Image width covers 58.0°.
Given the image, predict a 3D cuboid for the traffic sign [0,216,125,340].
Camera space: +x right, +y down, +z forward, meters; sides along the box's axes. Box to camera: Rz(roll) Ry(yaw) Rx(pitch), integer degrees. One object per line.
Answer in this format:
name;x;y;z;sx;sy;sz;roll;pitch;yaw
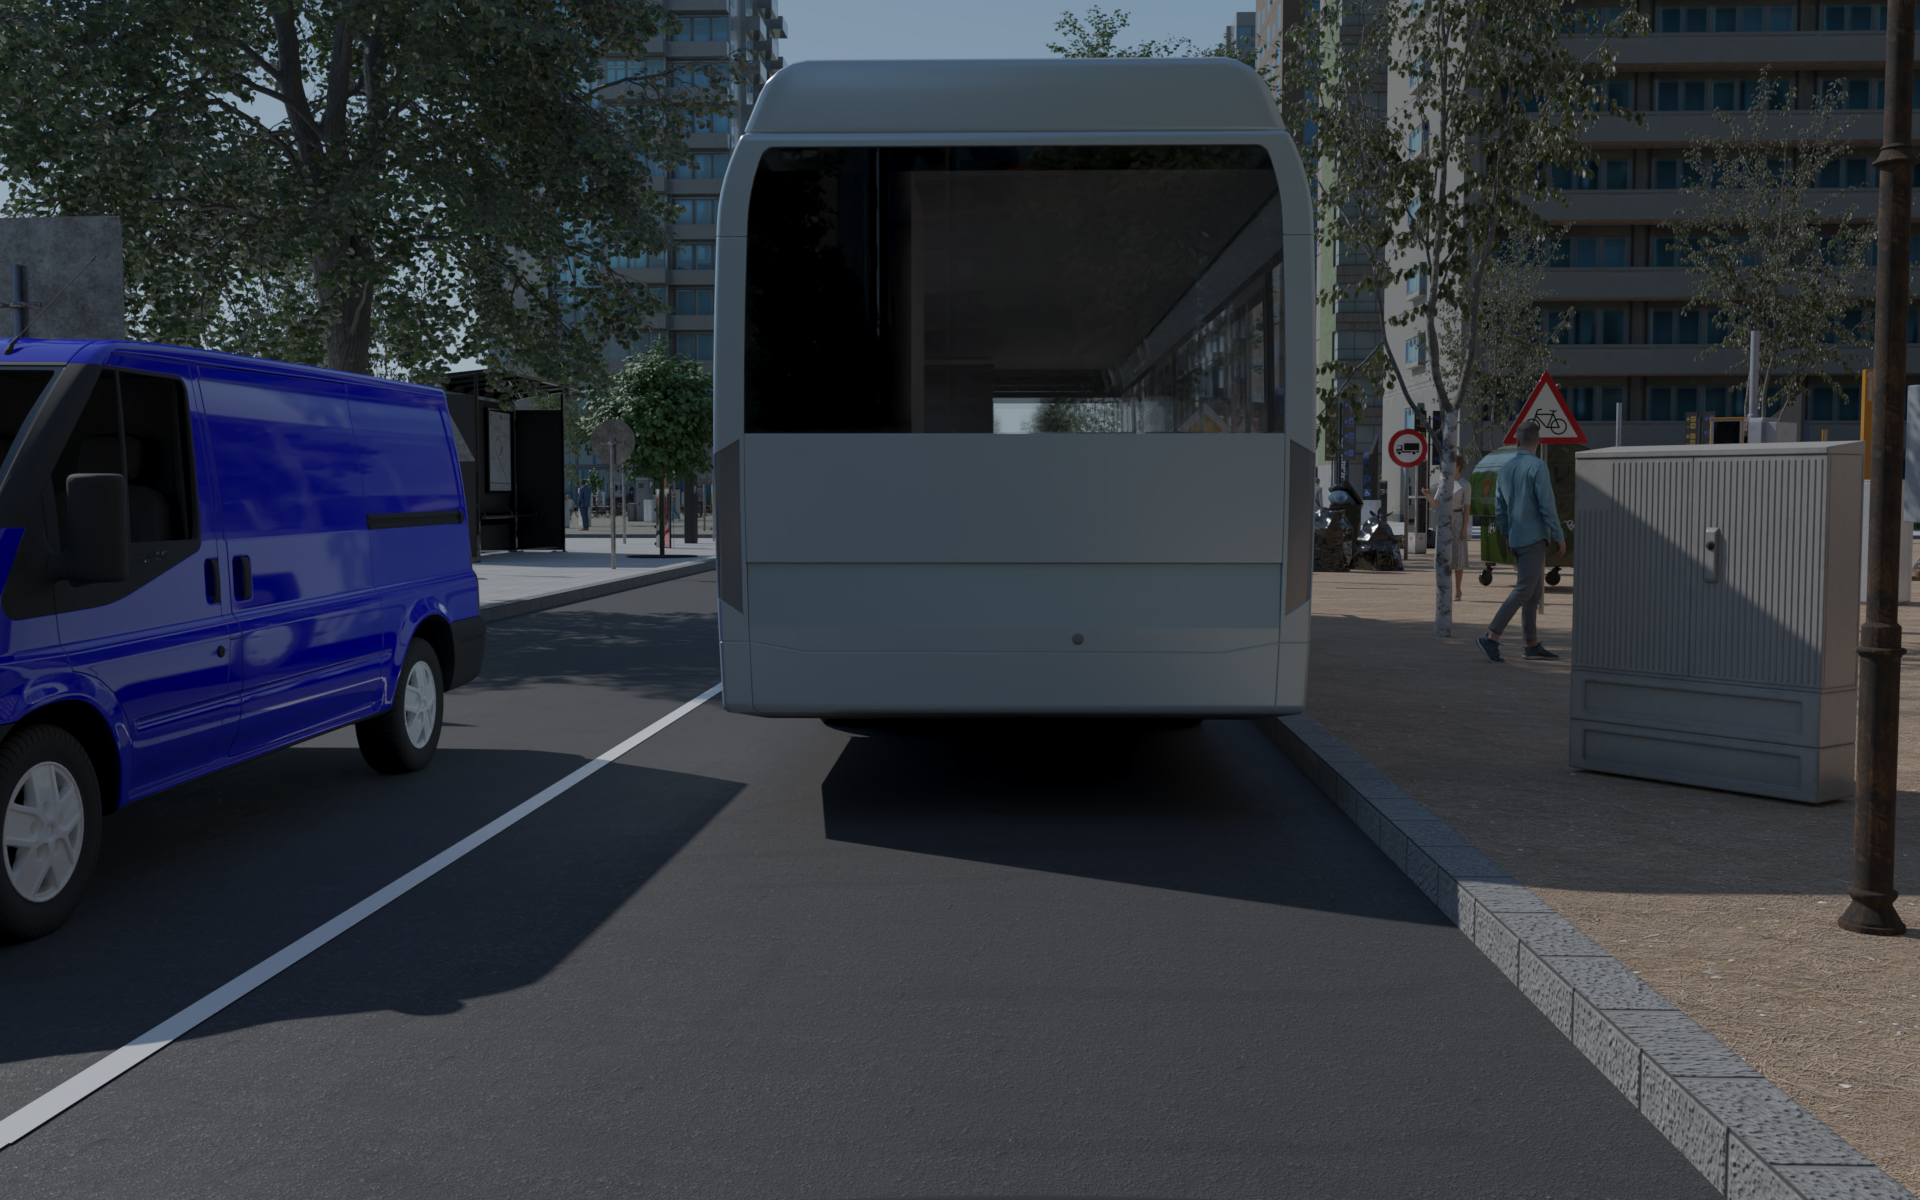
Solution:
traffic sign;-7.257;-1.160;12.837;2.265;3.308;0.079;0;4;6

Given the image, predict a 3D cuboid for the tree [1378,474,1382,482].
tree;22.894;-5.959;92.028;1.663;3.219;1.824;0;3;0

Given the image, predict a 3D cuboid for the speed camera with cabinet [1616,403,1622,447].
speed camera with cabinet;14.886;-2.672;38.020;2.038;3.252;0.660;-1;4;-18

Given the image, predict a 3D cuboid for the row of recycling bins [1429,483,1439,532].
row of recycling bins;18.006;-3.485;64.093;1.069;1.692;3.534;0;4;3

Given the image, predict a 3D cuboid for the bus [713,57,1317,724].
bus;0.405;-1.168;13.964;2.948;3.499;13.247;0;4;2

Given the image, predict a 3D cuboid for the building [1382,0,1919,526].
building;30.639;-27.744;77.322;21.600;48.544;21.300;0;4;2

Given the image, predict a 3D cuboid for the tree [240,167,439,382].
tree;-12.610;-5.240;36.036;4.360;8.622;3.978;0;3;0

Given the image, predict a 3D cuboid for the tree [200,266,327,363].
tree;-16.462;-5.646;42.667;4.737;8.622;4.395;0;3;0

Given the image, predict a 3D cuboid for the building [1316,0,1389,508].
building;27.445;-25.398;98.850;14.154;41.232;14.086;0;4;2

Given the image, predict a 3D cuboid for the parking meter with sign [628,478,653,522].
parking meter with sign;-14.638;-5.151;80.474;1.738;3.016;0.543;1;4;21

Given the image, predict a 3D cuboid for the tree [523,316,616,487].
tree;-16.273;-7.424;71.751;4.737;8.622;4.395;0;3;0

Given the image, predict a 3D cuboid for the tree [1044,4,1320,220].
tree;4.163;-6.841;37.612;9.928;11.665;9.643;0;3;0

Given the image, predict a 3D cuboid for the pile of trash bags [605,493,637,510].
pile of trash bags;-25.250;-7.368;130.213;3.447;1.369;1.912;2;4;26

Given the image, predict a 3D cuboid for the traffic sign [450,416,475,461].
traffic sign;-8.281;-1.716;28.060;0.884;2.594;0.081;1;4;10

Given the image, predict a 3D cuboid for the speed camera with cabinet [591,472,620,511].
speed camera with cabinet;-25.817;-8.058;126.077;2.038;3.252;0.660;0;4;-8

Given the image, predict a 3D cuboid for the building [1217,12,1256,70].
building;35.990;-34.045;176.244;23.786;49.044;30.456;0;4;2

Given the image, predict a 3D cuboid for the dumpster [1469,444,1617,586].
dumpster;7.812;-1.274;23.325;1.502;2.255;1.985;0;4;2

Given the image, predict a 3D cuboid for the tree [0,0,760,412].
tree;-7.272;-6.930;19.967;9.857;13.997;8.962;0;3;0

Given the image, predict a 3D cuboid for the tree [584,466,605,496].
tree;-24.742;-7.473;116.785;1.663;3.219;1.824;0;3;0

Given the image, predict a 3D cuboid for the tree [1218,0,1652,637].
tree;4.362;-3.989;15.579;4.360;8.622;3.978;0;3;0

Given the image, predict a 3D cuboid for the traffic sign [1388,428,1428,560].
traffic sign;8.708;-2.058;33.755;0.768;2.556;0.104;0;4;5

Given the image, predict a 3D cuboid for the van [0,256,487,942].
van;-3.783;-0.182;7.353;2.240;2.365;5.245;0;4;3

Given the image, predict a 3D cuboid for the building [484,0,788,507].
building;-26.760;-32.307;147.829;23.786;49.044;30.456;0;4;2

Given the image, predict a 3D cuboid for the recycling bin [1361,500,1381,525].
recycling bin;16.931;-3.608;71.541;0.722;1.027;0.722;2;4;33

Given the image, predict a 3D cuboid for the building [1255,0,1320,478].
building;28.682;-28.911;122.798;14.600;45.320;14.200;0;4;2

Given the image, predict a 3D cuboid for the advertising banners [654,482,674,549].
advertising banners;-6.912;-2.732;40.862;0.090;3.025;2.074;-2;4;-25

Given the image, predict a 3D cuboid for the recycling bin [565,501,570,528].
recycling bin;-15.240;-3.243;65.573;0.722;1.027;0.722;-2;4;-33

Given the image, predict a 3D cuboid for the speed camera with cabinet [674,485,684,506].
speed camera with cabinet;-21.164;-8.389;131.495;2.038;3.252;0.660;-1;4;-17

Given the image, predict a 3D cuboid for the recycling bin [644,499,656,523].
recycling bin;-13.769;-4.008;78.085;0.722;1.027;0.722;-3;5;-43

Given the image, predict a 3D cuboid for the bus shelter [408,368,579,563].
bus shelter;-9.365;-2.694;35.327;1.731;3.624;6.357;0;4;2

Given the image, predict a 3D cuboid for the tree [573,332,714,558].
tree;-5.978;-3.143;35.100;4.285;4.588;4.351;0;3;0

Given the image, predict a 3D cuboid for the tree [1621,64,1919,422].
tree;14.460;-4.911;30.657;4.360;8.622;3.978;0;3;0

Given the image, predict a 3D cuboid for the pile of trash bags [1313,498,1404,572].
pile of trash bags;5.620;-1.179;29.034;3.447;1.369;1.912;-2;4;-24

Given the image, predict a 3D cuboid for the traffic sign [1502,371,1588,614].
traffic sign;6.196;-1.126;18.406;0.884;2.594;0.081;0;4;3

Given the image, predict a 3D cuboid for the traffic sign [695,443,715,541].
traffic sign;-6.371;-3.246;46.949;2.265;3.308;0.079;0;4;5

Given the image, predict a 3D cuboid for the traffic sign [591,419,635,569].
traffic sign;-5.922;-1.800;29.535;0.768;2.556;0.104;0;4;5

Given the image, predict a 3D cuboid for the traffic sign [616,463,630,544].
traffic sign;-8.658;-2.723;44.626;0.768;2.556;0.104;1;4;11

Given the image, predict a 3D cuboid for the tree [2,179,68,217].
tree;-22.131;-5.536;40.870;4.737;8.622;4.395;0;3;0

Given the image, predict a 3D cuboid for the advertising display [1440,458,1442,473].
advertising display;8.006;-1.423;28.475;0.123;1.923;0.974;1;4;8

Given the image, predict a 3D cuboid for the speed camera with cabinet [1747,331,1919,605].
speed camera with cabinet;10.224;-1.611;20.678;0.660;3.252;2.038;-3;5;-40

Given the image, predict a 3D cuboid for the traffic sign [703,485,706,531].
traffic sign;-8.926;-3.690;60.436;0.768;2.556;0.104;0;4;6
